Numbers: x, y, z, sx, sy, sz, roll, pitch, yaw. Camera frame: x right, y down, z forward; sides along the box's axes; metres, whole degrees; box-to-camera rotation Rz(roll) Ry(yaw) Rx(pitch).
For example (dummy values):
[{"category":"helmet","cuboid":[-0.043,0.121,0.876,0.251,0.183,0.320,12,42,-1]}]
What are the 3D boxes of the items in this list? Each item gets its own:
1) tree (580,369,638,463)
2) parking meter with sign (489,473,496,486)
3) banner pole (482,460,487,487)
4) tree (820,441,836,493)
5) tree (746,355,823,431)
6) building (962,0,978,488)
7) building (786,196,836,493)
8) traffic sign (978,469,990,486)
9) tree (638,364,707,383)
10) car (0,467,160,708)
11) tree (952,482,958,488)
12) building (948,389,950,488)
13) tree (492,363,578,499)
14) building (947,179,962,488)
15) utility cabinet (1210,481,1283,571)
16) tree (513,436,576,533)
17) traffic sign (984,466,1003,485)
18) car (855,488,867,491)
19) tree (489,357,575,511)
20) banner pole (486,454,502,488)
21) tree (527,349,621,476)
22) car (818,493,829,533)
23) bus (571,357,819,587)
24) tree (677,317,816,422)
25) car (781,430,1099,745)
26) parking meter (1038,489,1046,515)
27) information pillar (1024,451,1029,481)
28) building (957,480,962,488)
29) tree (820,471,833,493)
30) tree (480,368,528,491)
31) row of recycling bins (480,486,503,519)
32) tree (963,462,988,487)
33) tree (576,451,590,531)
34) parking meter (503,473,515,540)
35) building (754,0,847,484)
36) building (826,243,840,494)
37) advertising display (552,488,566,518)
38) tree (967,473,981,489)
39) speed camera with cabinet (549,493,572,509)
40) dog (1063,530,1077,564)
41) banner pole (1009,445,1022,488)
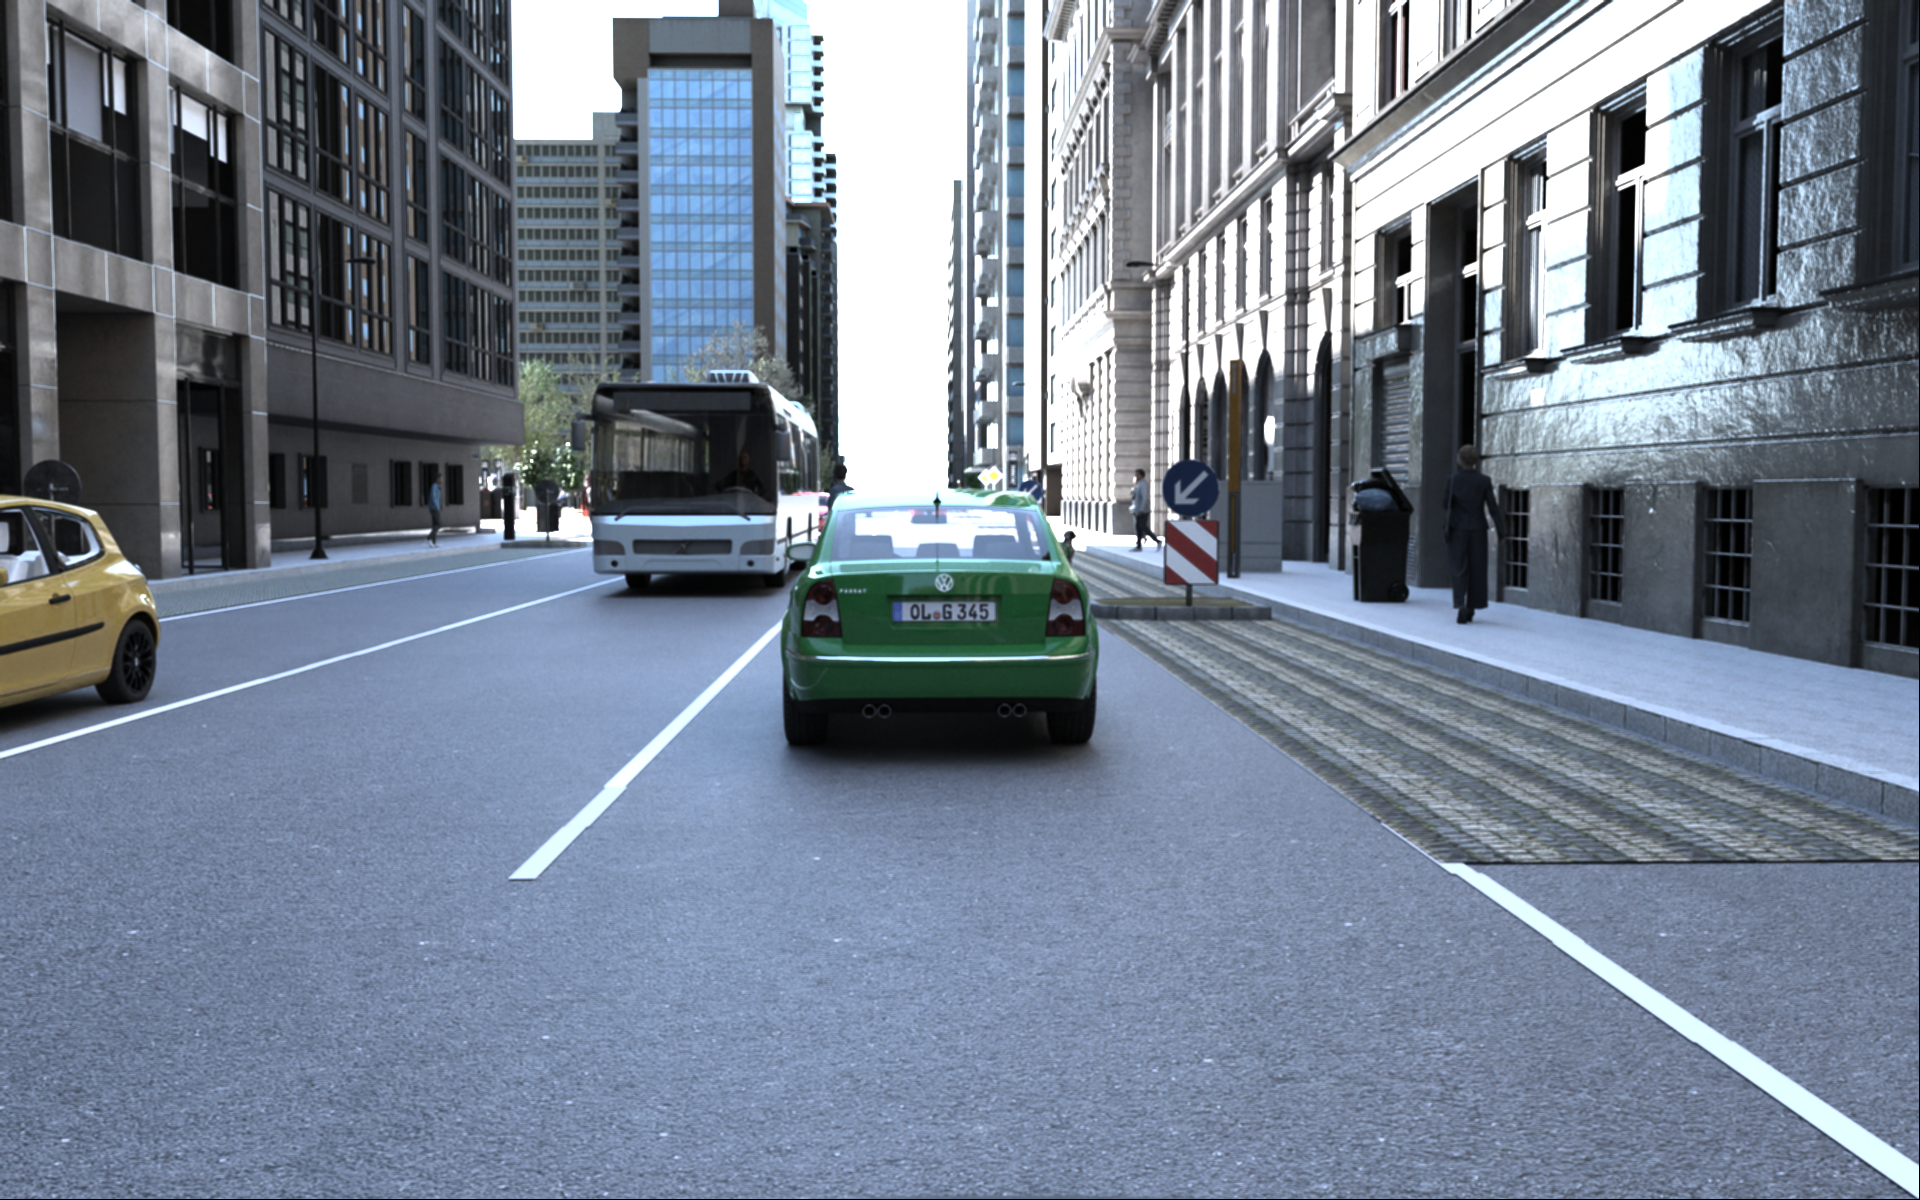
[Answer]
[{"category":"tree","cuboid":[-19.643,-9.294,102.322,4.737,8.622,4.395,0,3,0]},{"category":"parking meter with sign","cuboid":[-39.788,-9.241,147.344,0.543,3.016,1.738,-1,4,-23]},{"category":"banner pole","cuboid":[-30.879,-7.467,112.108,0.863,3.779,0.401,-3,5,-41]},{"category":"tree","cuboid":[-17.922,-16.869,226.173,4.360,8.622,3.978,0,3,0]},{"category":"tree","cuboid":[-15.966,-13.769,142.126,9.611,12.733,9.660,0,3,0]},{"category":"building","cuboid":[10.733,-39.802,192.763,21.231,58.520,28.212,0,4,-1]},{"category":"building","cuboid":[-29.509,-36.548,252.184,22.147,44.769,28.867,0,4,-1]},{"category":"traffic sign","cuboid":[1.228,-4.773,80.222,0.795,2.593,0.064,0,4,-1]},{"category":"tree","cuboid":[-15.348,-8.954,96.768,4.737,8.622,4.395,0,3,0]},{"category":"car","cuboid":[-6.483,-0.018,10.510,2.015,1.641,3.980,0,4,0]},{"category":"tree","cuboid":[-0.744,-15.055,240.751,1.663,3.219,1.824,0,3,0]},{"category":"building","cuboid":[12.092,-26.536,278.898,27.650,21.520,28.899,0,4,-1]},{"category":"tree","cuboid":[-24.260,-8.896,95.818,4.737,8.622,4.395,0,3,0]},{"category":"building","cuboid":[9.347,-38.476,252.791,21.300,48.544,21.600,0,4,-1]},{"category":"utility cabinet","cuboid":[4.698,-1.211,28.483,1.173,1.500,0.318,0,4,8]},{"category":"tree","cuboid":[-13.884,-3.845,57.459,1.663,3.219,1.824,0,3,0]},{"category":"traffic sign","cuboid":[1.437,-4.284,72.239,0.795,2.593,0.064,0,4,-1]},{"category":"car","cuboid":[-6.407,-5.937,105.745,2.281,1.827,5.304,0,4,-1]},{"category":"tree","cuboid":[-32.900,-12.551,130.963,9.928,11.665,9.643,0,3,0]},{"category":"banner pole","cuboid":[-29.125,-7.274,108.942,0.401,3.779,0.863,3,4,37]},{"category":"tree","cuboid":[-18.630,-8.352,86.924,4.360,8.622,3.978,0,3,0]},{"category":"car","cuboid":[-5.049,-3.007,58.202,2.155,1.783,4.494,0,4,-2]},{"category":"bus","cuboid":[-4.002,-2.116,29.455,2.948,3.499,13.247,0,4,-2]},{"category":"tree","cuboid":[-14.997,-12.778,119.286,12.009,13.543,11.850,0,3,0]},{"category":"car","cuboid":[-0.184,-0.153,11.305,1.959,1.807,4.718,0,4,-3]},{"category":"parking meter","cuboid":[3.831,-4.455,81.257,0.372,1.533,0.369,0,3,0]},{"category":"information pillar","cuboid":[3.665,-6.355,95.265,0.183,3.616,0.504,-2,4,-28]},{"category":"building","cuboid":[15.853,-32.273,219.545,32.217,40.220,23.993,0,4,-1]},{"category":"tree","cuboid":[-18.642,-15.149,231.406,4.285,4.588,4.351,0,3,0]},{"category":"tree","cuboid":[-25.947,-9.278,102.052,4.360,8.622,3.978,0,3,0]},{"category":"row of recycling bins","cuboid":[-24.549,-5.195,92.049,1.069,1.692,3.534,-2,4,-24]},{"category":"tree","cuboid":[1.800,-10.721,158.995,4.285,4.588,4.351,0,3,0]},{"category":"tree","cuboid":[-13.696,-4.010,60.160,1.663,3.219,1.824,0,3,0]},{"category":"parking meter","cuboid":[-12.627,-2.617,48.499,0.255,1.863,0.399,0,4,-3]},{"category":"building","cuboid":[-30.454,-60.123,295.683,22.319,86.520,31.000,0,4,-1]},{"category":"building","cuboid":[-26.425,-36.120,274.152,14.154,41.232,14.086,0,4,-1]},{"category":"advertising display","cuboid":[-21.469,-5.349,92.665,0.123,1.923,0.974,2,4,26]},{"category":"tree","cuboid":[1.840,-10.349,163.801,1.663,3.219,1.824,0,3,0]},{"category":"speed camera with cabinet","cuboid":[-33.701,-9.265,145.810,2.038,3.252,0.660,2,4,24]},{"category":"dog","cuboid":[1.631,-0.786,29.681,0.800,0.831,0.513,0,4,-3]},{"category":"banner pole","cuboid":[2.881,-6.059,89.078,0.863,3.779,0.401,-1,4,-14]}]
